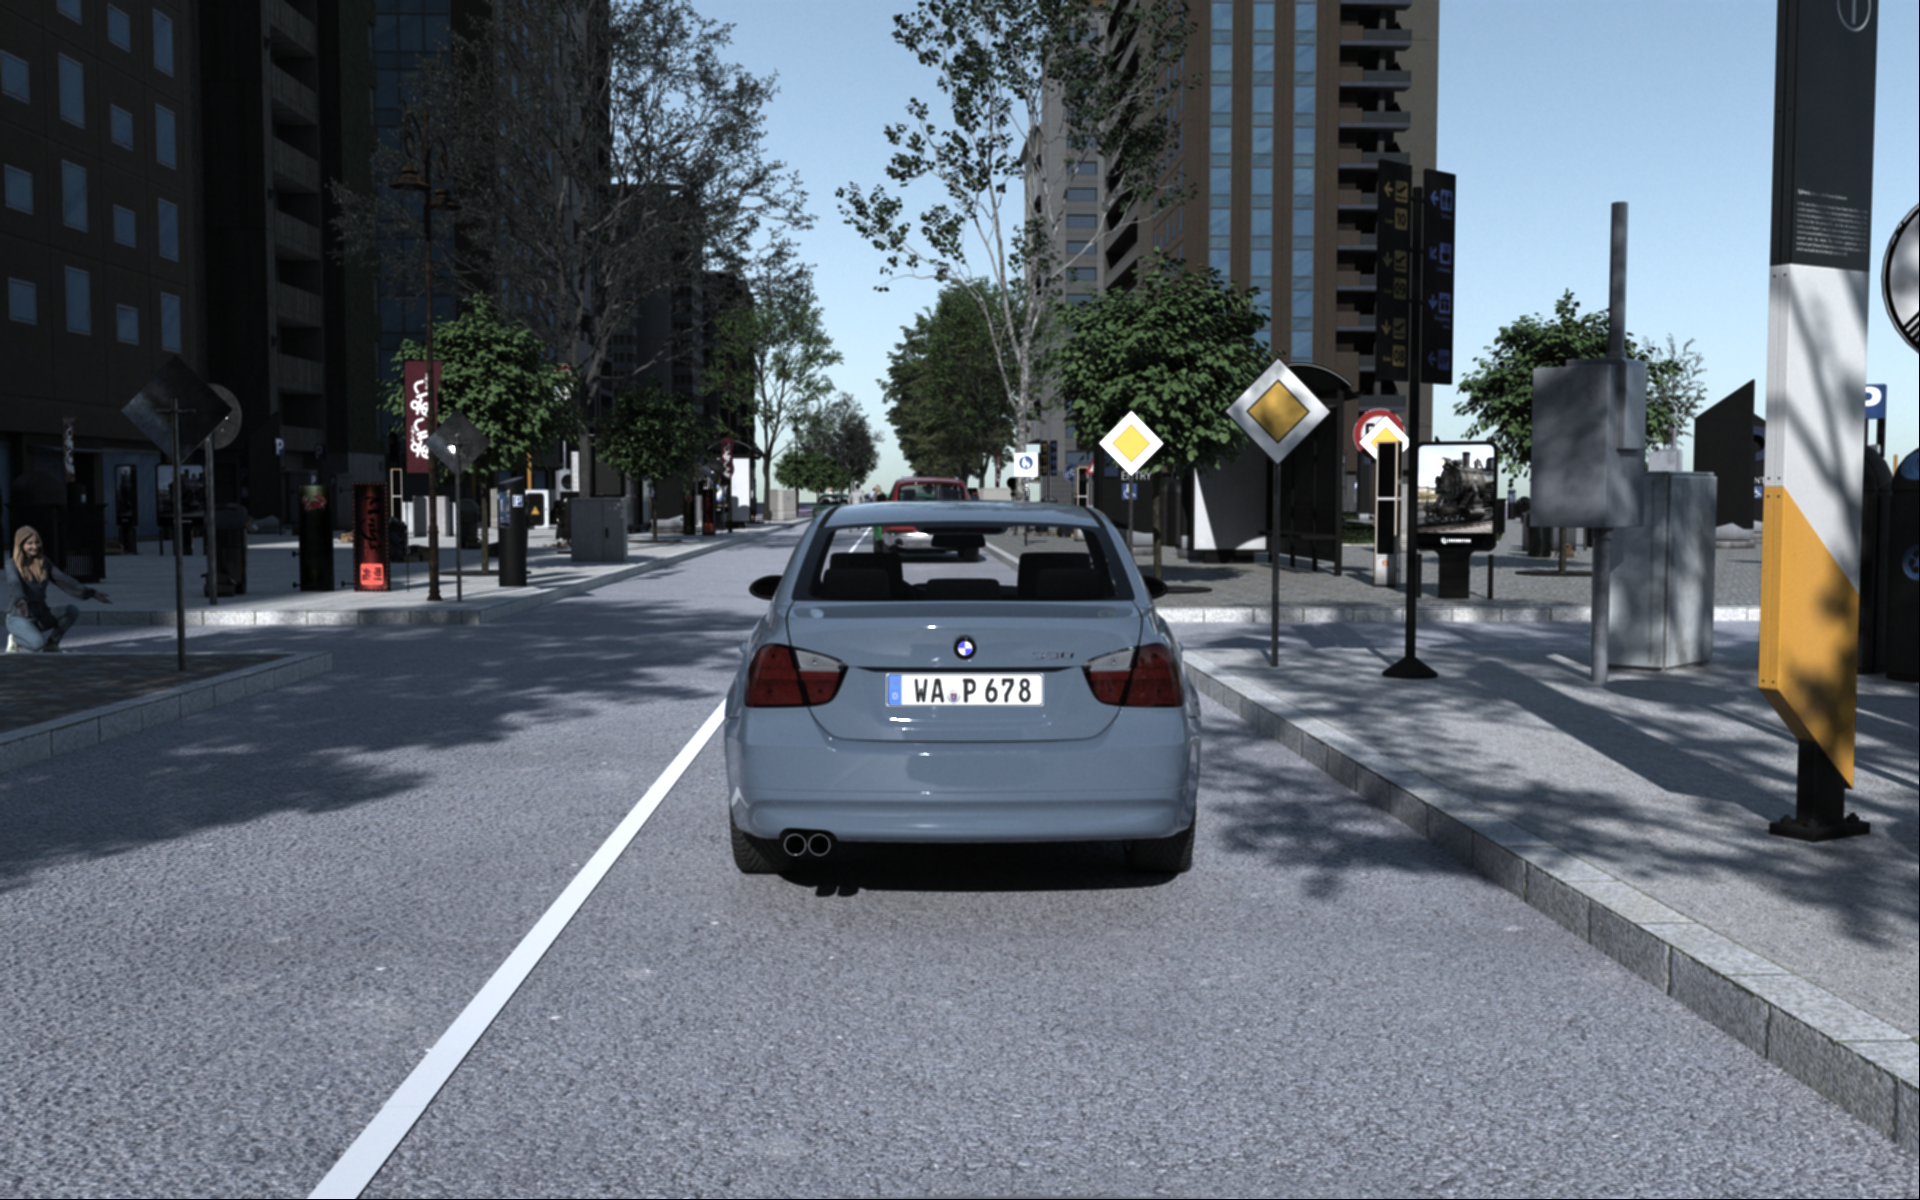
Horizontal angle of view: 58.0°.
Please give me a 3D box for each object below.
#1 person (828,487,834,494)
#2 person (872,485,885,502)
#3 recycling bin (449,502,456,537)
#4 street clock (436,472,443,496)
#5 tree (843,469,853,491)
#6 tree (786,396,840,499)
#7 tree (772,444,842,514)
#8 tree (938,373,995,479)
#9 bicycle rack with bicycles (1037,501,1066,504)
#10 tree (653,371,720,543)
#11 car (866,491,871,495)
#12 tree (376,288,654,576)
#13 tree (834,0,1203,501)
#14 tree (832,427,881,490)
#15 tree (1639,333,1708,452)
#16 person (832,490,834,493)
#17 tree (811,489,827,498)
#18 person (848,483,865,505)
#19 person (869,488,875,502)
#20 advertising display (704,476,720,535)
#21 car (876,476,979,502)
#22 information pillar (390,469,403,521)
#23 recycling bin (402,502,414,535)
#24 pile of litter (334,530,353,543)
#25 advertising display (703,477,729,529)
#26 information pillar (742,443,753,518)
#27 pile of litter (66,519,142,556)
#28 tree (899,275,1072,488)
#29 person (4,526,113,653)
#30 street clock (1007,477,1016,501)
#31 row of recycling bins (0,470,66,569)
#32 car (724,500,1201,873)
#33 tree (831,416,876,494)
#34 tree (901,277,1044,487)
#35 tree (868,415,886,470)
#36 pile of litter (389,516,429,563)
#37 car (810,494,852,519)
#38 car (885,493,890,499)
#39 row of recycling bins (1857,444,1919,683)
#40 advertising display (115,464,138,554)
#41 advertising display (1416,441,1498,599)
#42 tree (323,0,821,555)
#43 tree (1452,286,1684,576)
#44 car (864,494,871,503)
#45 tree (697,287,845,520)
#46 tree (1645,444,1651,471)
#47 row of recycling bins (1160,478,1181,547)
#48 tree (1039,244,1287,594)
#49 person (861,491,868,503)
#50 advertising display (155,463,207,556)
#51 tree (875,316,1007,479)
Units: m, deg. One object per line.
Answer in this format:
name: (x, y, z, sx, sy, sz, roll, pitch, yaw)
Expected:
person: (-6.634, -4.933, 89.378, 0.641, 1.798, 0.478, -1, 4, -20)
person: (-3.143, -3.588, 67.351, 0.537, 1.800, 0.526, 0, 4, 1)
recycling bin: (-15.353, -2.456, 52.707, 0.722, 1.027, 0.722, 2, 4, 30)
street clock: (-16.797, -3.121, 55.591, 0.471, 2.002, 0.358, 3, 4, 36)
tree: (-10.100, -8.435, 121.618, 4.285, 4.588, 4.351, 0, 3, 0)
tree: (-10.721, -10.885, 128.330, 4.360, 8.622, 3.978, 0, 3, 0)
tree: (-10.674, -7.976, 114.126, 4.285, 4.588, 4.351, 0, 3, 0)
tree: (0.233, -9.091, 98.994, 4.737, 8.622, 4.395, 0, 3, 0)
bicycle rack with bicycles: (3.493, -4.394, 85.216, 2.925, 0.926, 2.852, -1, 4, -17)
tree: (-8.093, -3.814, 46.077, 4.285, 4.588, 4.351, 0, 3, 0)
car: (-11.340, -12.883, 219.438, 1.959, 1.807, 4.718, 0, 4, -3)
tree: (-7.712, -2.689, 27.686, 4.285, 4.588, 4.351, 0, 3, 0)
tree: (2.111, -12.357, 57.924, 12.611, 20.169, 13.585, 0, 3, 0)
tree: (-14.666, -18.417, 235.527, 8.767, 10.594, 7.601, 1, 4, 9)
tree: (31.959, -7.848, 78.675, 4.360, 8.622, 3.978, 0, 3, 0)
person: (-7.507, -5.680, 102.298, 0.756, 1.711, 0.436, 3, 4, 37)
tree: (-11.411, -8.993, 141.633, 1.663, 3.219, 1.824, 0, 3, 0)
person: (-3.905, -3.476, 65.185, 0.661, 1.843, 0.795, 1, 4, 13)
person: (-5.899, -6.805, 119.623, 0.709, 1.838, 0.599, 1, 4, 13)
advertising display: (-7.880, -3.043, 54.969, 0.123, 1.923, 0.974, -1, 4, -19)
car: (-0.684, -1.778, 37.742, 2.281, 1.827, 5.304, 0, 4, -3)
information pillar: (-16.315, -2.793, 50.161, 0.304, 2.012, 0.304, -1, 4, -23)
recycling bin: (-17.649, -2.609, 55.214, 0.722, 1.027, 0.722, 0, 4, 3)
pile of litter: (-16.061, -1.975, 46.249, 1.176, 0.858, 1.719, 2, 4, 30)
advertising display: (-8.916, -3.554, 63.324, 0.974, 1.923, 0.123, 1, 4, 10)
information pillar: (-9.802, -5.429, 80.118, 0.504, 3.616, 0.183, 0, 4, 1)
pile of litter: (-18.034, -1.360, 36.197, 1.719, 0.858, 1.176, -1, 4, -17)
tree: (1.187, -9.498, 81.052, 9.928, 11.665, 9.643, 0, 3, 0)
person: (-8.063, -0.083, 15.364, 0.738, 1.151, 1.012, 2, 4, 31)
street clock: (2.297, -4.327, 75.311, 0.471, 2.002, 0.358, 2, 4, 29)
row of recycling bins: (-17.185, -1.365, 29.437, 3.534, 1.692, 1.069, -2, 4, -28)
car: (-0.002, 0.254, 7.843, 2.014, 1.417, 4.499, 0, 4, 0)
tree: (-15.502, -20.316, 250.287, 7.486, 12.596, 7.792, 0, 3, 0)
tree: (0.656, -10.574, 91.008, 7.486, 12.596, 7.792, 0, 3, 0)
tree: (-13.869, -17.927, 203.473, 12.009, 13.543, 11.850, 0, 3, 0)
pile of litter: (-10.524, -1.172, 33.129, 1.176, 0.858, 1.719, 1, 4, 14)
car: (-5.442, -3.886, 75.337, 2.131, 1.459, 4.920, 0, 4, -3)
car: (-1.294, -2.125, 43.545, 1.959, 1.807, 4.718, 0, 4, -3)
row of recycling bins: (6.954, -0.267, 11.473, 1.069, 1.692, 3.534, -1, 4, -23)
advertising display: (-18.105, -1.983, 37.630, 0.974, 1.923, 0.123, 3, 5, 45)
advertising display: (6.075, -0.981, 21.245, 0.974, 1.923, 0.123, 1, 4, 21)
tree: (-8.024, -7.727, 36.710, 12.009, 13.543, 11.850, 0, 3, 0)
tree: (9.608, -2.688, 27.660, 4.285, 4.588, 4.351, 0, 3, 0)
car: (-9.788, -10.920, 190.538, 2.014, 1.417, 4.499, 0, 4, -2)
tree: (-9.518, -9.779, 85.644, 9.928, 11.665, 9.643, 0, 3, 0)
tree: (21.840, -3.740, 55.747, 1.663, 3.219, 1.824, 0, 3, 0)
row of recycling bins: (5.737, -2.136, 42.030, 1.069, 1.692, 3.534, -2, 4, -26)
tree: (2.697, -2.398, 22.925, 4.285, 4.588, 4.351, 0, 3, 0)
person: (-8.798, -9.084, 157.738, 0.721, 1.743, 1.217, 3, 4, 37)
advertising display: (-16.241, -1.892, 36.155, 0.974, 1.923, 0.123, -1, 4, -13)
tree: (-0.876, -12.699, 114.287, 9.857, 13.997, 8.962, 0, 3, 0)
